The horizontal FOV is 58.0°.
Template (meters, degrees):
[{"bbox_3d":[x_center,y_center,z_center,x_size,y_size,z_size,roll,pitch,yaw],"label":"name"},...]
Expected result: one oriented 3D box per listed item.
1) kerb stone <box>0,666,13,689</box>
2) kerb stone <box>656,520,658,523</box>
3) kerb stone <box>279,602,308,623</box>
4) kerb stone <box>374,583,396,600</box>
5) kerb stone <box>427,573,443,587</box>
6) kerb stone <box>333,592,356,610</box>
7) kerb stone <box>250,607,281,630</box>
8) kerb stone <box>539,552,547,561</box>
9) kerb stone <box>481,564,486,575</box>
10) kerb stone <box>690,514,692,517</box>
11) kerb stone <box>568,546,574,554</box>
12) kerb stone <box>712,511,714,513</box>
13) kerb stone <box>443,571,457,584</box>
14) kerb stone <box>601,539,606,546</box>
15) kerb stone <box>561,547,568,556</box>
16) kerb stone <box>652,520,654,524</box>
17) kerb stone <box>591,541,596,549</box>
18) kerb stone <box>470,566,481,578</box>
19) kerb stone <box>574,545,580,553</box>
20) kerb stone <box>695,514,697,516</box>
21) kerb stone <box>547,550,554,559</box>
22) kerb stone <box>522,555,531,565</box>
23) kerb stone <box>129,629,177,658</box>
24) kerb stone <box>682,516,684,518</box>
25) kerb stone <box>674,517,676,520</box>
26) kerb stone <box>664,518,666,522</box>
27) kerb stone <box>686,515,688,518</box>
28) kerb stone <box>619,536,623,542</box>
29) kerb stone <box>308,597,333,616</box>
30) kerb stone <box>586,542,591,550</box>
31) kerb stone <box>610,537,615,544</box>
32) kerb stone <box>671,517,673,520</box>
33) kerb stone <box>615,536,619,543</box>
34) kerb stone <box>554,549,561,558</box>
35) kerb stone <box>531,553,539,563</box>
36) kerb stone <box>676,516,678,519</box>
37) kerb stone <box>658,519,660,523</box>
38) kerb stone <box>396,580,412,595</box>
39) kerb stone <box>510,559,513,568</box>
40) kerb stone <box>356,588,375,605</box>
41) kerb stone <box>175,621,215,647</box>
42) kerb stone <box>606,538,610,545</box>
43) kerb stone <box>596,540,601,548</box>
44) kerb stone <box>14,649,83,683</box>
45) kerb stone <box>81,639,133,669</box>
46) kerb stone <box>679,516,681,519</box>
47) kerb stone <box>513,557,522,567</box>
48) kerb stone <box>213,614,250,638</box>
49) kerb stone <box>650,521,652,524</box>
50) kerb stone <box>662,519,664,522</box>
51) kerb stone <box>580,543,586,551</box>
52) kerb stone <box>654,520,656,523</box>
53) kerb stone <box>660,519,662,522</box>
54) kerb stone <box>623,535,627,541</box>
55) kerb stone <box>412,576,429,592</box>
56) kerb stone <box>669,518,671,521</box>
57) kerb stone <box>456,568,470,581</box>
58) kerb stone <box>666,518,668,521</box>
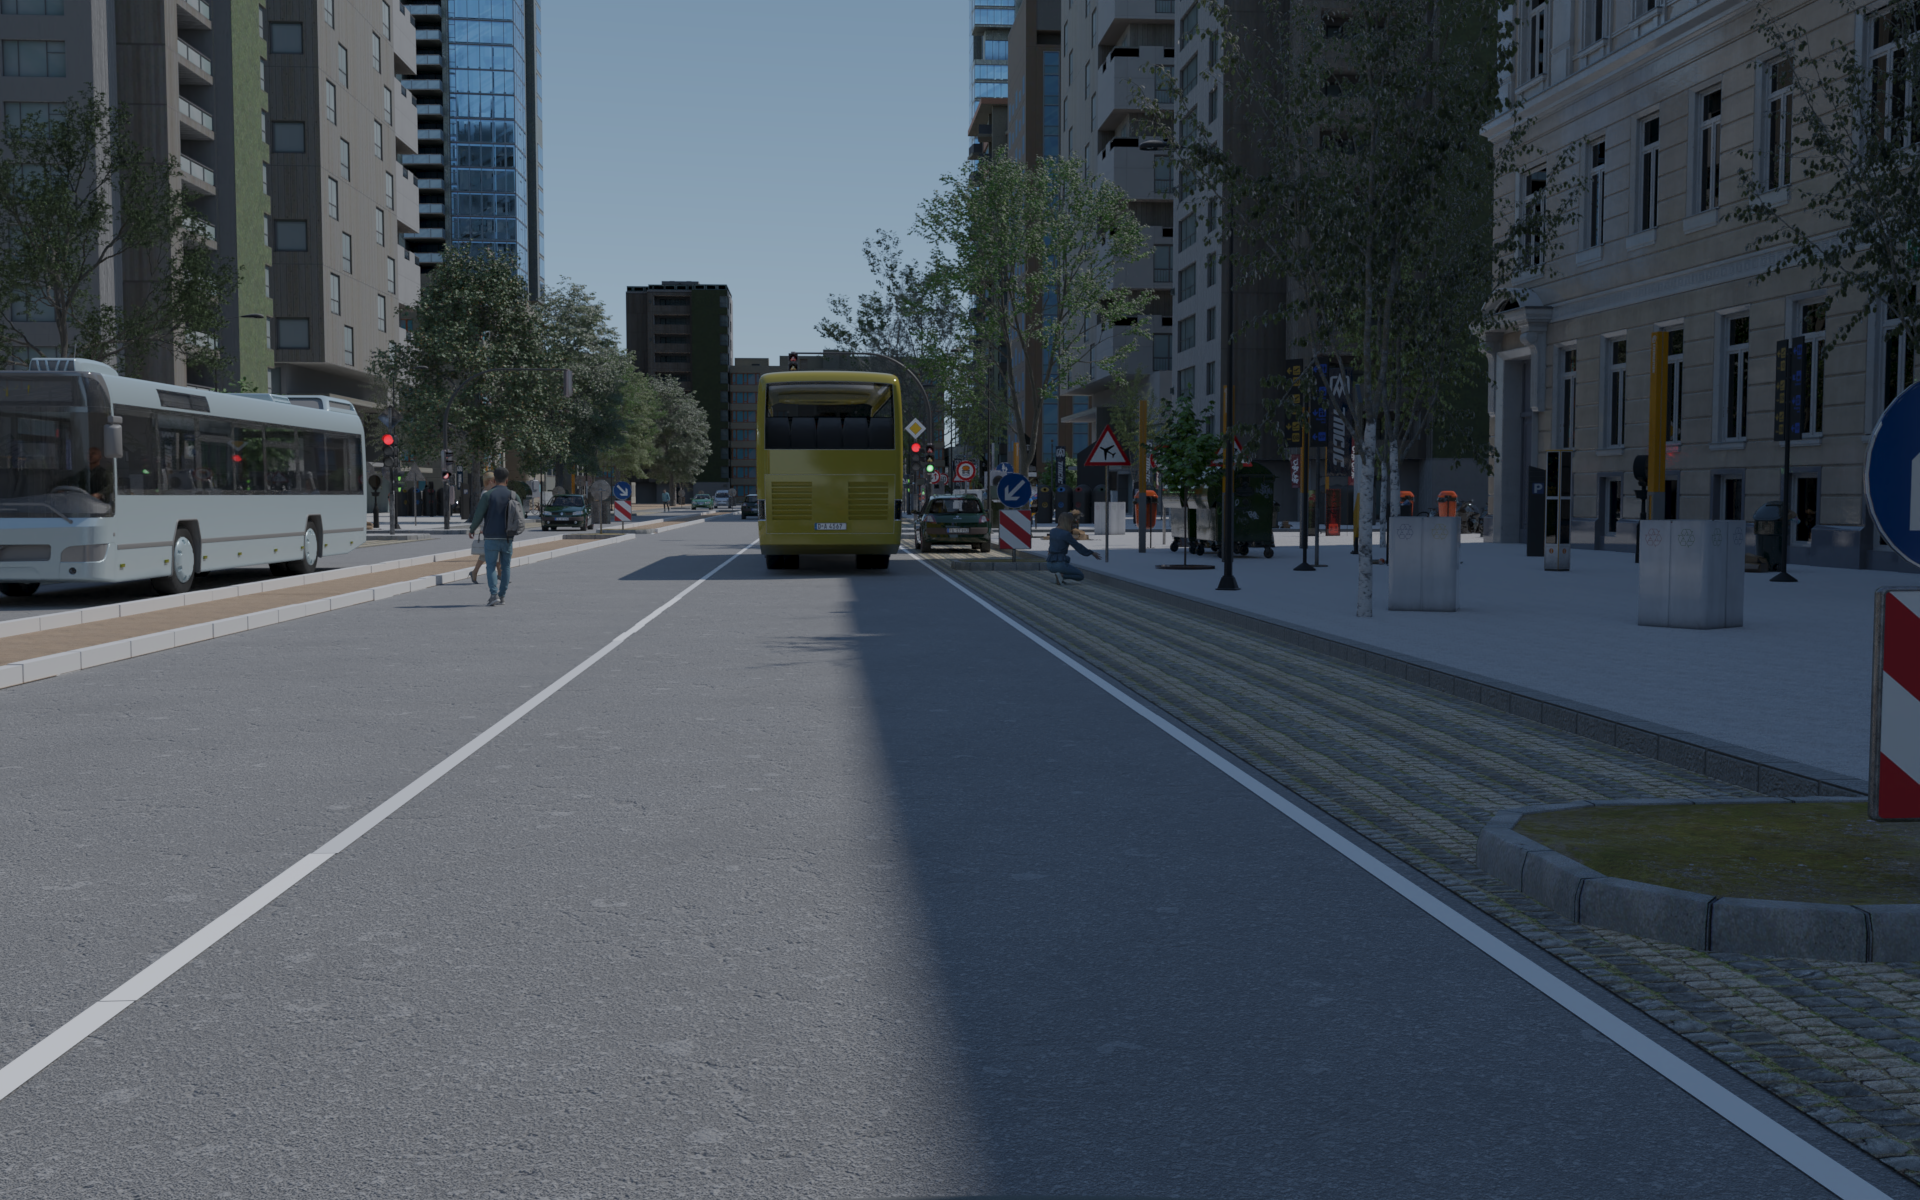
[{"bbox_3d":[-7.087,0.597,12.549,0.120,0.150,1.000,0,4,-5],"label":"kerb stone"},{"bbox_3d":[-14.939,-3.807,84.442,0.120,0.150,1.000,0,4,-5],"label":"kerb stone"},{"bbox_3d":[-7.660,0.152,19.715,0.120,0.150,1.000,0,4,-5],"label":"kerb stone"},{"bbox_3d":[-7.980,-0.099,23.809,0.120,0.150,1.000,0,4,-5],"label":"kerb stone"},{"bbox_3d":[-8.239,-0.287,26.883,0.120,0.150,1.000,0,4,-5],"label":"kerb stone"},{"bbox_3d":[-7.825,0.031,21.768,0.120,0.150,1.000,0,4,-5],"label":"kerb stone"},{"bbox_3d":[-7.579,0.215,18.696,0.120,0.150,1.000,0,4,-5],"label":"kerb stone"},{"bbox_3d":[-9.050,-0.911,37.086,0.120,0.150,1.000,0,4,-5],"label":"kerb stone"},{"bbox_3d":[-8.563,-0.537,30.969,0.120,0.150,1.000,0,4,-5],"label":"kerb stone"},{"bbox_3d":[-16.654,-5.117,105.897,0.120,0.150,1.000,0,4,-5],"label":"kerb stone"},{"bbox_3d":[-9.376,-1.162,41.192,0.120,0.150,1.000,0,4,-5],"label":"kerb stone"},{"bbox_3d":[-18.361,-6.428,127.330,0.120,0.150,1.000,0,4,-5],"label":"kerb stone"},{"bbox_3d":[-8.319,-0.343,27.904,0.120,0.150,1.000,0,4,-5],"label":"kerb stone"},{"bbox_3d":[-9.867,-1.537,47.320,0.120,0.150,1.000,0,4,-5],"label":"kerb stone"},{"bbox_3d":[-9.291,-1.099,40.166,0.120,0.150,1.000,0,4,-5],"label":"kerb stone"},{"bbox_3d":[-14.778,-3.680,82.404,0.120,0.150,1.000,0,4,-5],"label":"kerb stone"},{"bbox_3d":[-9.706,-1.412,45.277,0.120,0.150,1.000,0,4,-5],"label":"kerb stone"},{"bbox_3d":[-8.482,-0.473,29.950,0.120,0.150,1.000,0,4,-5],"label":"kerb stone"},{"bbox_3d":[-9.460,-1.224,42.210,0.120,0.150,1.000,0,4,-5],"label":"kerb stone"},{"bbox_3d":[-16.981,-5.369,109.978,0.120,0.150,1.000,0,4,-5],"label":"kerb stone"},{"bbox_3d":[-9.136,-0.971,38.115,0.120,0.150,1.000,0,4,-5],"label":"kerb stone"},{"bbox_3d":[-8.885,-0.784,35.049,0.120,0.150,1.000,0,4,-5],"label":"kerb stone"},{"bbox_3d":[-7.338,0.402,15.626,0.120,0.150,1.000,0,4,-5],"label":"kerb stone"},{"bbox_3d":[-16.154,-4.743,99.770,0.120,0.150,1.000,0,4,-5],"label":"kerb stone"},{"bbox_3d":[-15.758,-4.432,94.651,0.120,0.150,1.000,0,4,-5],"label":"kerb stone"},{"bbox_3d":[-15.262,-4.057,88.522,0.120,0.150,1.000,0,4,-5],"label":"kerb stone"},{"bbox_3d":[-16.411,-4.932,102.831,0.120,0.150,1.000,0,4,-5],"label":"kerb stone"},{"bbox_3d":[-10.186,-1.785,51.398,0.120,0.150,1.000,0,4,-5],"label":"kerb stone"},{"bbox_3d":[-7.745,0.098,20.734,0.120,0.150,1.000,0,4,-5],"label":"kerb stone"},{"bbox_3d":[-9.625,-1.349,44.259,0.120,0.150,1.000,0,4,-5],"label":"kerb stone"},{"bbox_3d":[-10.033,-1.658,49.359,0.120,0.150,1.000,0,4,-5],"label":"kerb stone"},{"bbox_3d":[-15.594,-4.307,92.613,0.120,0.150,1.000,0,4,-5],"label":"kerb stone"},{"bbox_3d":[-10.111,-1.724,50.377,0.120,0.150,1.000,0,4,-5],"label":"kerb stone"},{"bbox_3d":[-9.208,-1.033,39.147,0.120,0.150,1.000,0,4,-5],"label":"kerb stone"},{"bbox_3d":[-8.959,-0.848,36.068,0.120,0.150,1.000,0,4,-5],"label":"kerb stone"},{"bbox_3d":[-15.841,-4.490,95.670,0.120,0.150,1.000,0,4,-5],"label":"kerb stone"},{"bbox_3d":[-15.018,-3.870,85.464,0.120,0.150,1.000,0,4,-5],"label":"kerb stone"},{"bbox_3d":[-8.068,-0.161,24.836,0.120,0.150,1.000,0,4,-5],"label":"kerb stone"},{"bbox_3d":[-8.724,-0.660,33.011,0.120,0.150,1.000,0,4,-5],"label":"kerb stone"},{"bbox_3d":[-7.915,-0.031,22.787,0.120,0.150,1.000,0,4,-5],"label":"kerb stone"},{"bbox_3d":[-7.423,0.339,16.647,0.120,0.150,1.000,0,4,-5],"label":"kerb stone"},{"bbox_3d":[-9.950,-1.599,48.339,0.120,0.150,1.000,0,4,-5],"label":"kerb stone"},{"bbox_3d":[-9.789,-1.474,46.301,0.120,0.150,1.000,0,4,-5],"label":"kerb stone"},{"bbox_3d":[-7.171,0.527,13.576,0.120,0.150,1.000,0,4,-5],"label":"kerb stone"},{"bbox_3d":[-7.256,0.464,14.603,0.120,0.150,1.000,0,4,-5],"label":"kerb stone"},{"bbox_3d":[-16.001,-4.619,97.717,0.120,0.150,1.000,0,4,-5],"label":"kerb stone"},{"bbox_3d":[-8.813,-0.721,34.030,0.120,0.150,1.000,0,4,-5],"label":"kerb stone"},{"bbox_3d":[-7.500,0.278,17.675,0.120,0.150,1.000,0,4,-5],"label":"kerb stone"},{"bbox_3d":[-14.695,-3.620,81.385,0.120,0.150,1.000,0,4,-5],"label":"kerb stone"},{"bbox_3d":[-15.186,-3.994,87.502,0.120,0.150,1.000,0,4,-5],"label":"kerb stone"},{"bbox_3d":[-9.539,-1.287,43.236,0.120,0.150,1.000,0,4,-5],"label":"kerb stone"},{"bbox_3d":[-14.852,-3.743,83.424,0.120,0.150,1.000,0,4,-5],"label":"kerb stone"},{"bbox_3d":[-15.095,-3.932,86.484,0.120,0.150,1.000,0,4,-5],"label":"kerb stone"},{"bbox_3d":[-10.272,-1.848,52.416,0.120,0.150,1.000,0,4,-5],"label":"kerb stone"},{"bbox_3d":[-8.142,-0.217,25.857,0.120,0.150,1.000,0,4,-5],"label":"kerb stone"},{"bbox_3d":[-15.514,-4.240,91.586,0.120,0.150,1.000,0,4,-5],"label":"kerb stone"},{"bbox_3d":[-8.396,-0.408,28.924,0.120,0.150,1.000,0,4,-5],"label":"kerb stone"},{"bbox_3d":[-15.347,-4.119,89.540,0.120,0.150,1.000,0,4,-5],"label":"kerb stone"}]
